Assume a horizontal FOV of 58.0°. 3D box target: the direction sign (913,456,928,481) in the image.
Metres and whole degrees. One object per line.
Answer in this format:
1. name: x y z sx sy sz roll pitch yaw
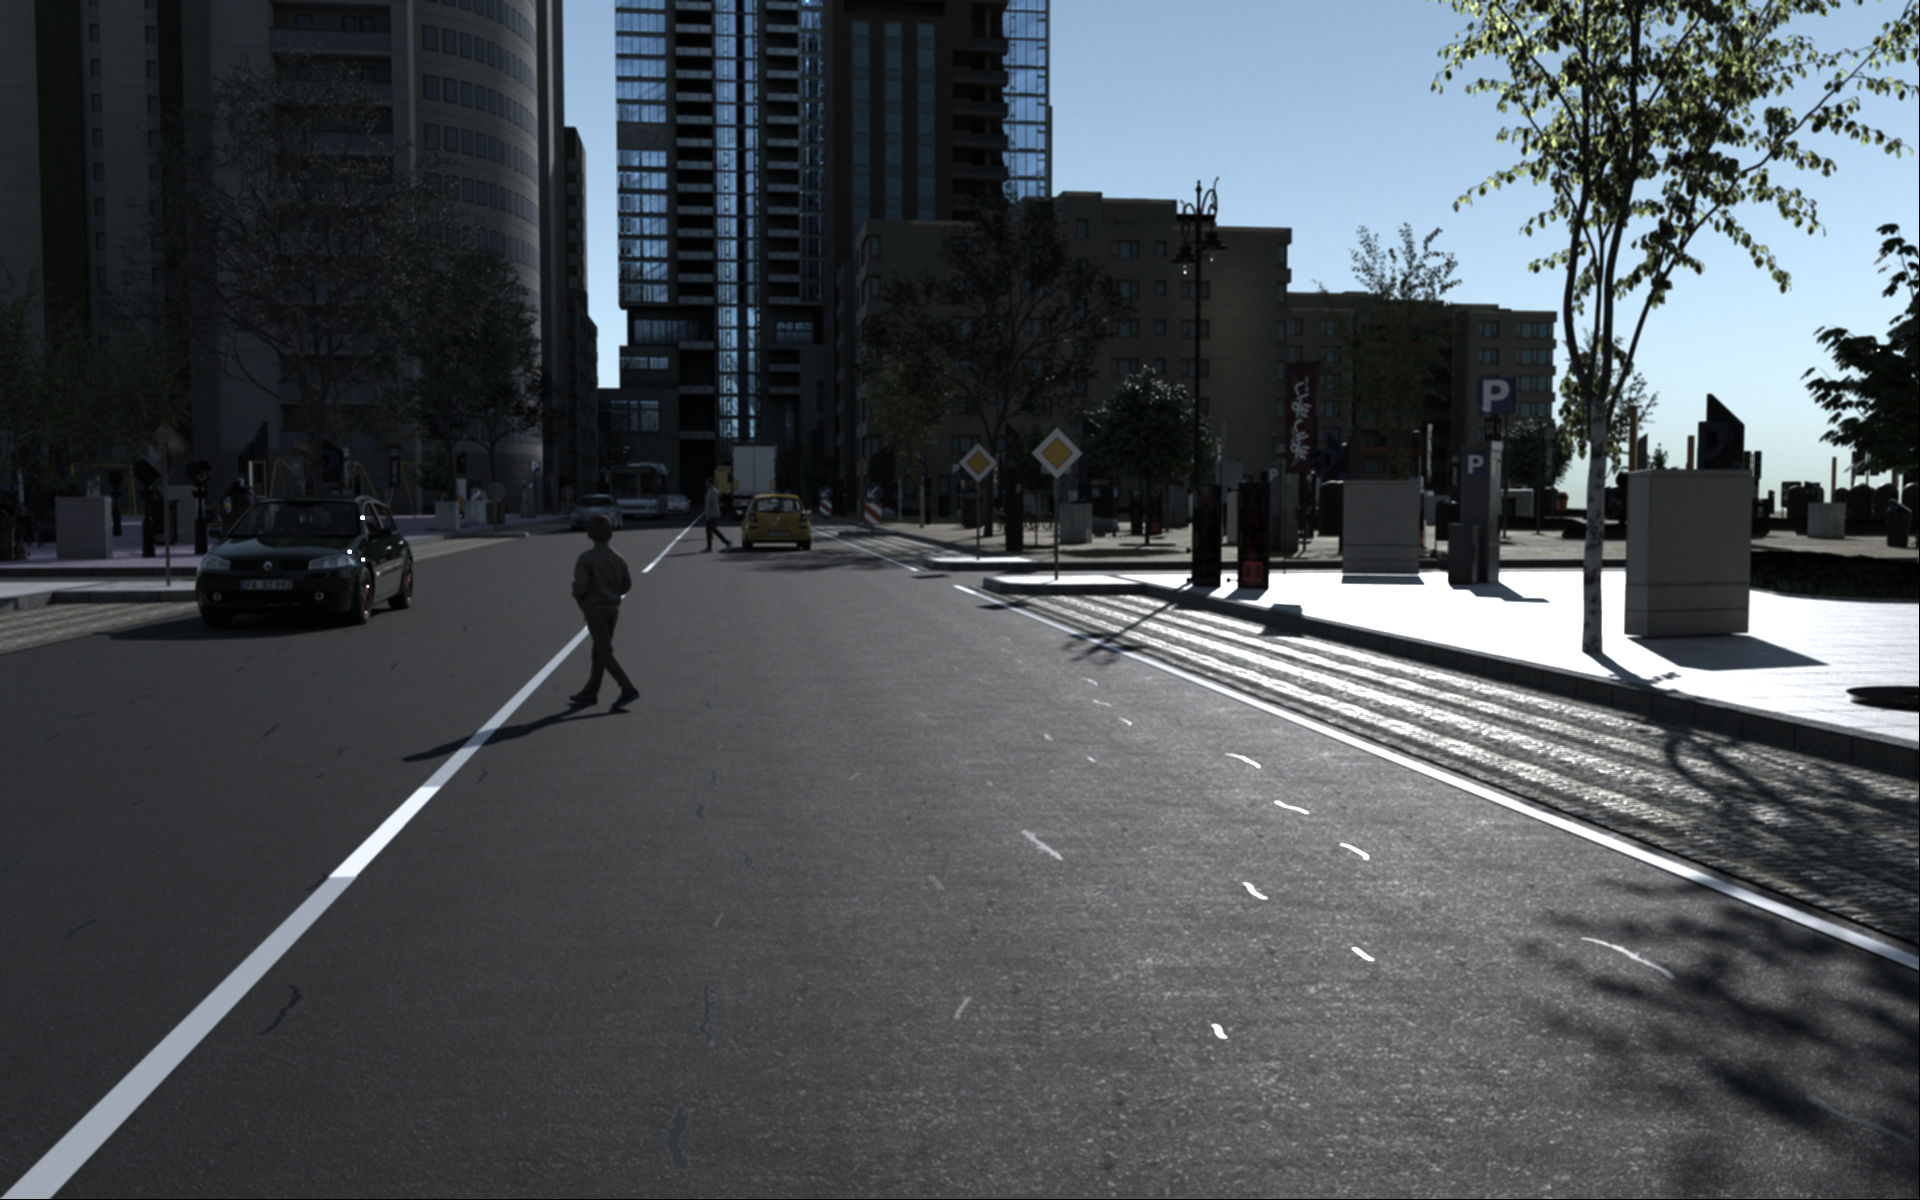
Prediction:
1. direction sign: -2.350 -6.792 103.045 0.876 3.537 0.379 -1 4 -17

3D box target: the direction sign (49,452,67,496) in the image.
1. direction sign: -48.082 -6.139 92.375 0.876 3.537 0.379 -1 4 -11

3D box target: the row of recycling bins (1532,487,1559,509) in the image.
1. row of recycling bins: 35.531 -6.015 105.454 1.069 1.692 3.534 0 4 2

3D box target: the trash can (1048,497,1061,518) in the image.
1. trash can: 5.002 -4.896 91.704 0.748 1.137 0.748 0 3 0

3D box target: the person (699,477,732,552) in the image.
1. person: -6.034 -2.103 42.738 0.795 1.843 0.661 -1 4 -16

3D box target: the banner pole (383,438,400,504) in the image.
1. banner pole: -25.578 -5.374 77.874 0.863 3.779 0.401 -2 4 -24

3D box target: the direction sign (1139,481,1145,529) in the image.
1. direction sign: 6.705 -4.427 64.373 0.876 3.537 0.379 3 5 45

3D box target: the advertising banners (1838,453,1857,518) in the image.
1. advertising banners: 36.418 -4.582 71.101 0.090 3.025 2.074 1 4 11

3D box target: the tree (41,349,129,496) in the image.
1. tree: -43.548 -8.339 86.705 4.360 8.622 3.978 0 3 0

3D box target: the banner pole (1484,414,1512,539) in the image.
1. banner pole: 15.524 -3.670 50.014 0.863 3.779 0.401 0 4 2

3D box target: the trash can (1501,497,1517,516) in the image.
1. trash can: 25.214 -4.154 79.570 0.748 1.137 0.748 0 3 0

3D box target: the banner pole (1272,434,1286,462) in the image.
1. banner pole: 13.240 -5.028 72.227 0.863 3.779 0.401 3 5 42

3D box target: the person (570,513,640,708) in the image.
1. person: -2.416 0.070 11.636 0.640 1.303 0.475 2 4 26

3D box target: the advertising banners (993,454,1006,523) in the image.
1. advertising banners: 2.039 -4.937 76.913 0.090 3.025 2.074 3 5 42

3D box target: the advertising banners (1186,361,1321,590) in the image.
1. advertising banners: 3.960 -1.668 23.457 2.074 3.025 0.090 3 5 42

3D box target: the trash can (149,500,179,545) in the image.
1. trash can: -19.977 -1.946 43.463 0.748 1.137 0.748 0 3 0

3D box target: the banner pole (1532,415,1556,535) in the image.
1. banner pole: 18.424 -3.946 54.539 0.401 3.779 0.863 -2 4 -29

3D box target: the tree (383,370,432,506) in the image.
1. tree: -32.309 -9.027 97.953 4.360 8.622 3.978 0 3 0

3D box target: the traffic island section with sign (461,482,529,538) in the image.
1. traffic island section with sign: -15.246 -2.951 56.883 1.989 1.847 2.006 0 4 -8

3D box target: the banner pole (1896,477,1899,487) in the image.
1. banner pole: 40.130 -5.145 74.135 0.401 3.779 0.863 3 4 36

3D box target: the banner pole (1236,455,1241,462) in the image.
1. banner pole: 17.709 -7.343 110.080 0.401 3.779 0.863 -1 4 -15

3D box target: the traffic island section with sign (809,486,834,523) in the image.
1. traffic island section with sign: -6.861 -4.756 86.388 1.989 1.847 2.006 0 4 -8

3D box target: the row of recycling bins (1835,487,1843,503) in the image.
1. row of recycling bins: 56.025 -6.143 107.553 3.534 1.692 1.069 0 4 1

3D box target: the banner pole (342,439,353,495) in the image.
1. banner pole: -27.936 -5.450 79.127 0.401 3.779 0.863 1 4 20

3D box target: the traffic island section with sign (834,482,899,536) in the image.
1. traffic island section with sign: -3.180 -3.123 59.684 1.989 1.847 2.006 0 4 -8

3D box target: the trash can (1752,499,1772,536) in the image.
1. trash can: 24.636 -2.554 53.407 0.748 1.137 0.748 0 3 0

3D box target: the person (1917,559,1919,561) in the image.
1. person: 18.557 -1.464 33.114 0.598 1.740 0.731 -1 4 -22

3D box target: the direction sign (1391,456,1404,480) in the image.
1. direction sign: 25.792 -6.738 102.158 0.379 3.537 0.876 -3 4 -37

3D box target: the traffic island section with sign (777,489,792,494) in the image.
1. traffic island section with sign: -13.621 -7.776 135.771 1.989 1.847 2.006 0 4 -8

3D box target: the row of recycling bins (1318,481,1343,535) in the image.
1. row of recycling bins: 12.451 -3.015 56.404 1.069 1.692 3.534 2 4 24

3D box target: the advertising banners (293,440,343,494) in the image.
1. advertising banners: -21.189 -3.732 57.209 0.090 3.025 2.074 2 4 25

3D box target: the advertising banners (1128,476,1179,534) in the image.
1. advertising banners: 6.227 -3.613 55.258 2.074 3.025 0.090 3 5 43

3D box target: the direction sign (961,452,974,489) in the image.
1. direction sign: 0.408 -6.164 92.779 0.876 3.537 0.379 -3 5 -41

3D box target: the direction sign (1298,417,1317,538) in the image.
1. direction sign: 10.063 -3.610 51.014 0.876 3.537 0.379 1 4 20

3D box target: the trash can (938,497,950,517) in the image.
1. trash can: -0.894 -5.261 97.667 0.748 1.137 0.748 0 3 0

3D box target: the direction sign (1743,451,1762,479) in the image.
1. direction sign: 41.788 -6.080 91.403 0.876 3.537 0.379 0 4 8

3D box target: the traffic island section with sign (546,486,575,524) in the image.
1. traffic island section with sign: -18.905 -4.590 83.676 1.989 1.847 2.006 0 4 -8

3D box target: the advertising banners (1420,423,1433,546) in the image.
1. advertising banners: 11.302 -2.828 42.426 0.090 3.025 2.074 2 4 29

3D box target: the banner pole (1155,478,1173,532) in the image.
1. banner pole: 6.877 -4.204 58.749 0.401 3.779 0.863 -2 4 -35

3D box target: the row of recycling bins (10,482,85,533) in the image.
1. row of recycling bins: -31.206 -3.113 58.012 3.534 1.692 1.069 -1 4 -13

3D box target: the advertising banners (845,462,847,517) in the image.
1. advertising banners: -6.233 -6.030 94.774 0.090 3.025 2.074 0 4 -2

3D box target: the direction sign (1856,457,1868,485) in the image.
1. direction sign: 38.304 -4.962 73.124 0.876 3.537 0.379 3 4 38

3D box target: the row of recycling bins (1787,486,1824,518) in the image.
1. row of recycling bins: 41.264 -4.727 84.395 1.069 1.692 3.534 3 5 42

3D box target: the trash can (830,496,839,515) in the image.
1. trash can: -7.624 -5.774 106.052 0.748 1.137 0.748 0 3 0

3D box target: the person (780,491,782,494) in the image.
1. person: -16.115 -8.965 155.631 0.434 1.755 0.990 -3 4 -38

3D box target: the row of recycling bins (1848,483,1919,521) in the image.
1. row of recycling bins: 35.010 -3.506 64.434 3.534 1.692 1.069 3 4 37

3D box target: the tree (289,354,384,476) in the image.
1. tree: -33.215 -8.568 90.449 4.360 8.622 3.978 0 3 0

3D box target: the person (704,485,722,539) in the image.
1. person: -7.968 -2.858 55.475 0.600 1.795 0.529 1 4 20

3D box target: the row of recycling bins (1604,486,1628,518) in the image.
1. row of recycling bins: 34.449 -5.153 91.366 1.069 1.692 3.534 -1 4 -13

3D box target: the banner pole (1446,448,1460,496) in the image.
1. banner pole: 26.509 -6.322 93.374 0.863 3.779 0.401 2 4 29
